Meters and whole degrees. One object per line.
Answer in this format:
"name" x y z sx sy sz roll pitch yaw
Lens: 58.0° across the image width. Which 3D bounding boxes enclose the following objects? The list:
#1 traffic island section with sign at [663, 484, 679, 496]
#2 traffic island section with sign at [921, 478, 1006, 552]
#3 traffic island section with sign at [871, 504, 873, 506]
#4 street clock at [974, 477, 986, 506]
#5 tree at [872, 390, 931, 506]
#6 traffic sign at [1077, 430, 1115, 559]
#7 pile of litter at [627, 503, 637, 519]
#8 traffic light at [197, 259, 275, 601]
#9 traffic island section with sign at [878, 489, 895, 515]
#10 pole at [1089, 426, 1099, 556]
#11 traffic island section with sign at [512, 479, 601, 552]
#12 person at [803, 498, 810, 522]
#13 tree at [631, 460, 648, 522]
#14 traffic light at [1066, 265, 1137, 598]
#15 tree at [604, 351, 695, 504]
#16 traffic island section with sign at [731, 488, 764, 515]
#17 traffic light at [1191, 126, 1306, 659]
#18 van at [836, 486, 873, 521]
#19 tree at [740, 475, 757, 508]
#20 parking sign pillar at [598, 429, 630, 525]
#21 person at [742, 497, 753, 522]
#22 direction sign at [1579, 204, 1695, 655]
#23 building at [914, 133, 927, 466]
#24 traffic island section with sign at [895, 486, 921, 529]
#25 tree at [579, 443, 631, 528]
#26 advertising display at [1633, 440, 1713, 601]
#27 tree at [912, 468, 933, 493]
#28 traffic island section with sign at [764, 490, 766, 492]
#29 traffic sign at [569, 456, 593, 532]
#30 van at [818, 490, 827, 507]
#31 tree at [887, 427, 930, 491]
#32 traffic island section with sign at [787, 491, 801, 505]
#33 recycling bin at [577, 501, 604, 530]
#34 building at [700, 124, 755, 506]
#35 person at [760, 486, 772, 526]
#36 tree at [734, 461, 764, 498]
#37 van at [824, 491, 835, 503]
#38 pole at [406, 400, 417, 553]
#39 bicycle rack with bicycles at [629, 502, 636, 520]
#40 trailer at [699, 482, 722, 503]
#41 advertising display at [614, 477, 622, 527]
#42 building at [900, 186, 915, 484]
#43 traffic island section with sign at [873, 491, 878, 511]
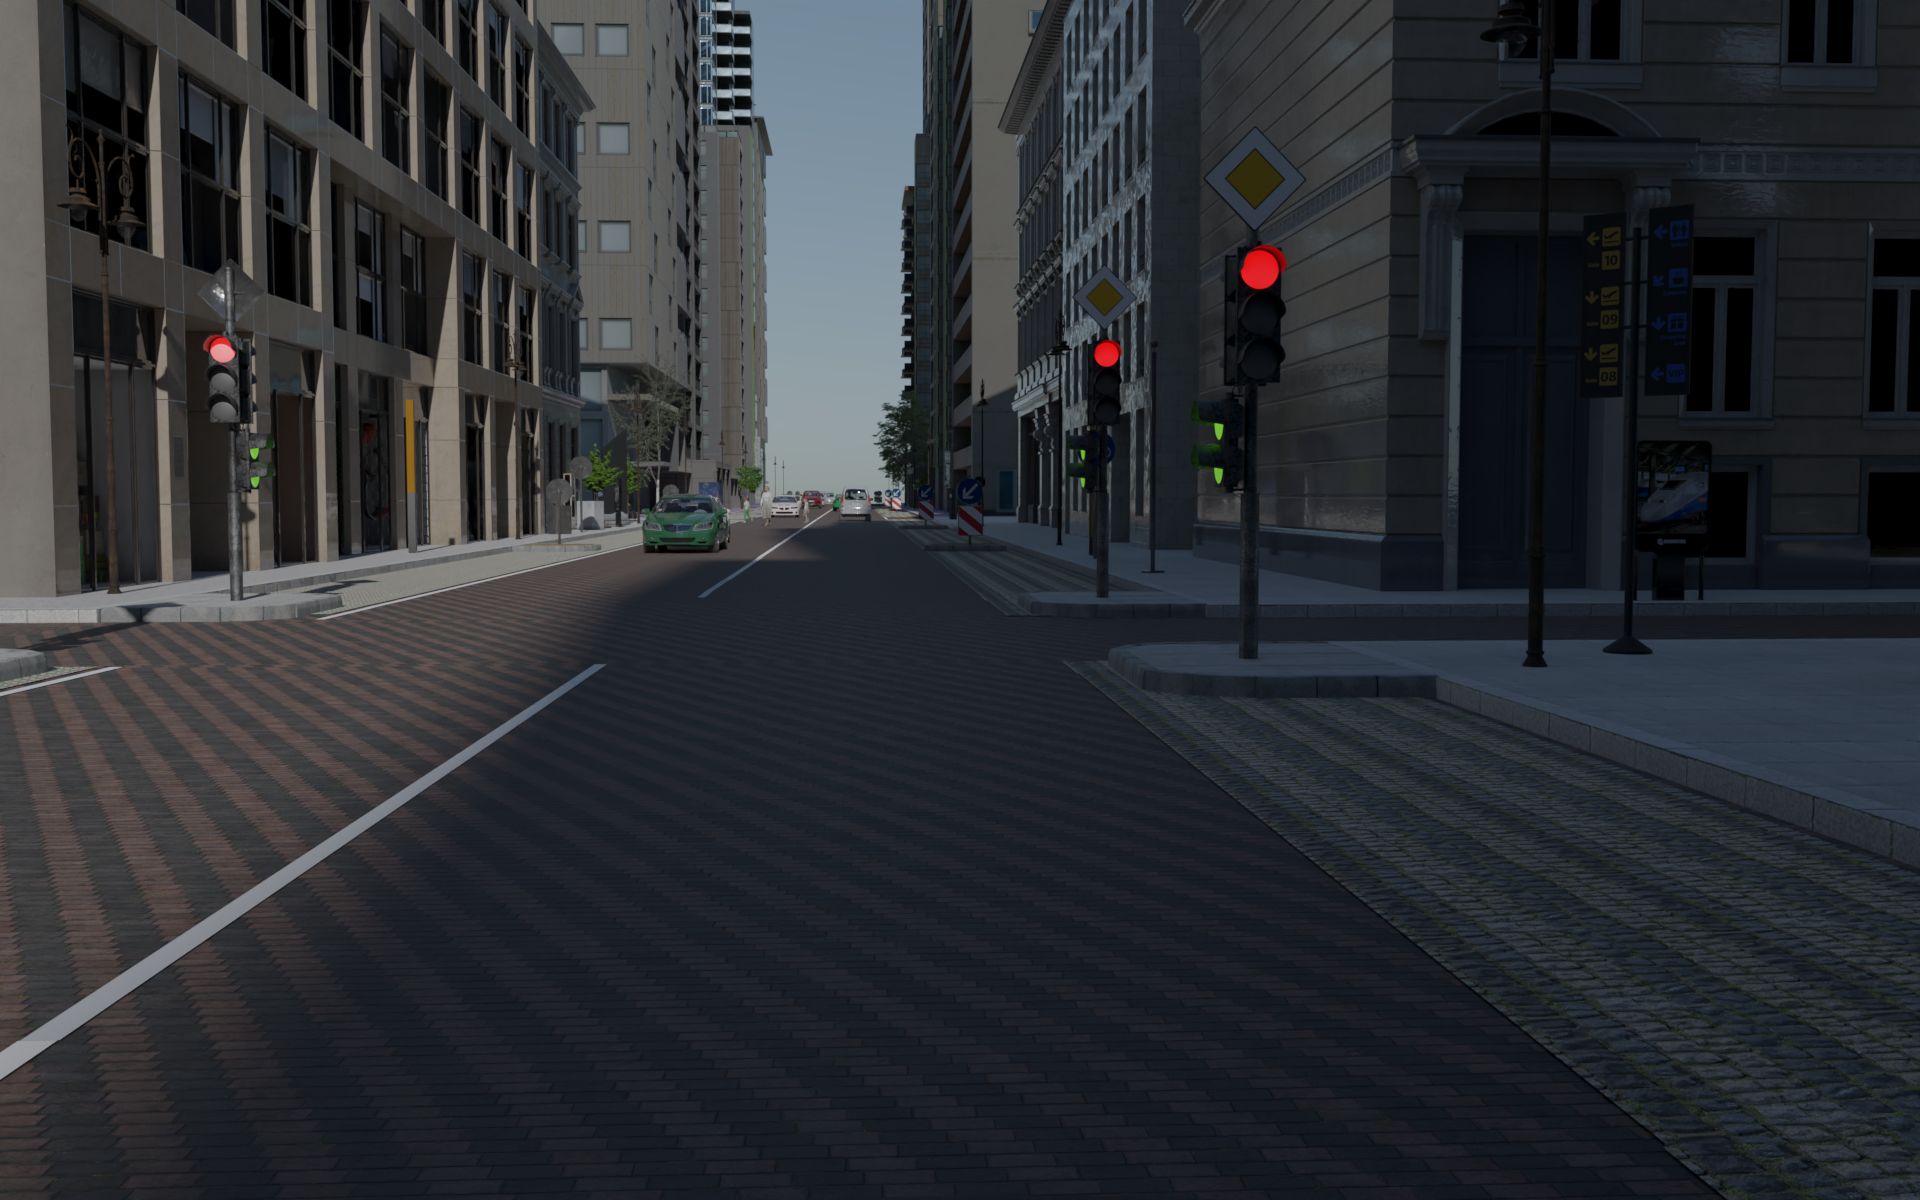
"traffic island section with sign" -11.764 -3.793 70.639 1.989 1.847 2.006 0 4 -3
"traffic island section with sign" 0.101 -2.153 43.830 1.989 1.847 2.006 0 4 -3
"traffic island section with sign" -9.587 -11.910 203.349 1.989 1.847 2.006 0 4 -3
"street clock" 0.800 -4.098 71.566 0.471 2.002 0.358 2 4 26
"tree" -5.756 -16.546 188.652 7.486 12.596 7.792 0 3 0
"traffic sign" 2.680 -2.090 34.274 0.768 2.556 0.104 0 4 -2
"pile of litter" -17.453 -4.637 89.774 1.719 0.858 1.176 -2 4 -25
"traffic light" -8.691 -1.946 20.739 0.839 4.253 0.868 0 4 -3
"traffic island section with sign" -4.526 -6.815 120.058 1.989 1.847 2.006 0 4 -3
"pole" 2.802 -2.584 36.093 0.158 3.312 0.155 0 3 0
"traffic island section with sign" -10.109 -2.139 43.604 1.989 1.847 2.006 0 4 -3
"person" -7.710 -4.522 87.442 0.382 1.210 0.505 -1 4 -22
"tree" -15.391 -5.279 80.917 1.663 3.219 1.824 0 3 0
"traffic light" 1.750 -1.986 21.387 0.839 4.253 0.868 0 4 -3
"tree" -15.600 -8.413 87.916 4.360 8.622 3.978 0 3 0
"traffic island section with sign" -14.704 -6.752 119.029 1.989 1.847 2.006 0 4 -3
"traffic light" 2.235 -1.498 13.416 0.839 4.253 0.868 0 4 -3
"van" -5.615 -5.237 92.641 2.013 2.044 4.112 0 4 -5
"tree" -19.225 -10.116 159.999 1.663 3.219 1.824 0 3 0
"parking sign pillar" -14.380 -5.082 71.559 1.447 3.967 1.447 3 4 37
"person" -10.744 -4.575 87.548 0.590 1.304 0.306 1 4 14
"direction sign" 5.399 -1.340 13.901 0.876 3.537 0.379 3 5 43
"building" 1.722 -31.567 199.713 14.154 41.232 14.086 0 4 -3
"traffic island section with sign" -1.529 -3.799 70.736 1.989 1.847 2.006 0 4 -3
"tree" -13.790 -4.329 65.389 1.663 3.219 1.824 0 3 0
"advertising display" 8.543 -0.956 20.840 0.974 1.923 0.123 0 4 -7
"tree" -2.487 -8.133 127.569 1.663 3.219 1.824 0 3 0
"traffic island section with sign" -16.361 -8.425 146.371 1.989 1.847 2.006 0 4 -3
"traffic sign" -12.663 -3.534 57.890 0.768 2.556 0.104 0 4 -3
"van" -15.792 -11.339 192.407 2.013 2.044 4.112 0 4 -4
"tree" -5.247 -14.164 181.937 4.360 8.622 3.978 0 3 0
"traffic island section with sign" -19.697 -11.775 201.149 1.989 1.847 2.006 0 4 -3
"recycling bin" -13.280 -3.039 62.237 0.722 1.027 0.722 1 4 21
"building" -29.626 -30.750 186.362 14.154 41.232 14.086 0 4 -3
"person" -8.651 -4.224 77.794 0.478 1.798 0.641 2 4 32
"tree" -21.060 -11.525 172.153 4.285 4.588 4.351 0 3 0
"van" -17.472 -13.678 230.651 2.013 2.044 4.112 0 4 -4
"pole" -11.905 -2.676 37.591 0.158 3.312 0.155 0 3 0
"bicycle rack with bicycles" -16.862 -4.310 83.850 2.852 0.926 2.925 -1 4 -18
"trailer" -12.025 -4.664 83.304 1.471 1.999 3.904 0 4 -4
"advertising display" -13.265 -3.793 67.223 0.123 1.923 0.974 -1 4 -22
"building" 2.951 -35.911 241.765 22.147 44.769 28.867 0 4 -3
"traffic island section with sign" -6.215 -8.510 147.767 1.989 1.847 2.006 0 4 -3
